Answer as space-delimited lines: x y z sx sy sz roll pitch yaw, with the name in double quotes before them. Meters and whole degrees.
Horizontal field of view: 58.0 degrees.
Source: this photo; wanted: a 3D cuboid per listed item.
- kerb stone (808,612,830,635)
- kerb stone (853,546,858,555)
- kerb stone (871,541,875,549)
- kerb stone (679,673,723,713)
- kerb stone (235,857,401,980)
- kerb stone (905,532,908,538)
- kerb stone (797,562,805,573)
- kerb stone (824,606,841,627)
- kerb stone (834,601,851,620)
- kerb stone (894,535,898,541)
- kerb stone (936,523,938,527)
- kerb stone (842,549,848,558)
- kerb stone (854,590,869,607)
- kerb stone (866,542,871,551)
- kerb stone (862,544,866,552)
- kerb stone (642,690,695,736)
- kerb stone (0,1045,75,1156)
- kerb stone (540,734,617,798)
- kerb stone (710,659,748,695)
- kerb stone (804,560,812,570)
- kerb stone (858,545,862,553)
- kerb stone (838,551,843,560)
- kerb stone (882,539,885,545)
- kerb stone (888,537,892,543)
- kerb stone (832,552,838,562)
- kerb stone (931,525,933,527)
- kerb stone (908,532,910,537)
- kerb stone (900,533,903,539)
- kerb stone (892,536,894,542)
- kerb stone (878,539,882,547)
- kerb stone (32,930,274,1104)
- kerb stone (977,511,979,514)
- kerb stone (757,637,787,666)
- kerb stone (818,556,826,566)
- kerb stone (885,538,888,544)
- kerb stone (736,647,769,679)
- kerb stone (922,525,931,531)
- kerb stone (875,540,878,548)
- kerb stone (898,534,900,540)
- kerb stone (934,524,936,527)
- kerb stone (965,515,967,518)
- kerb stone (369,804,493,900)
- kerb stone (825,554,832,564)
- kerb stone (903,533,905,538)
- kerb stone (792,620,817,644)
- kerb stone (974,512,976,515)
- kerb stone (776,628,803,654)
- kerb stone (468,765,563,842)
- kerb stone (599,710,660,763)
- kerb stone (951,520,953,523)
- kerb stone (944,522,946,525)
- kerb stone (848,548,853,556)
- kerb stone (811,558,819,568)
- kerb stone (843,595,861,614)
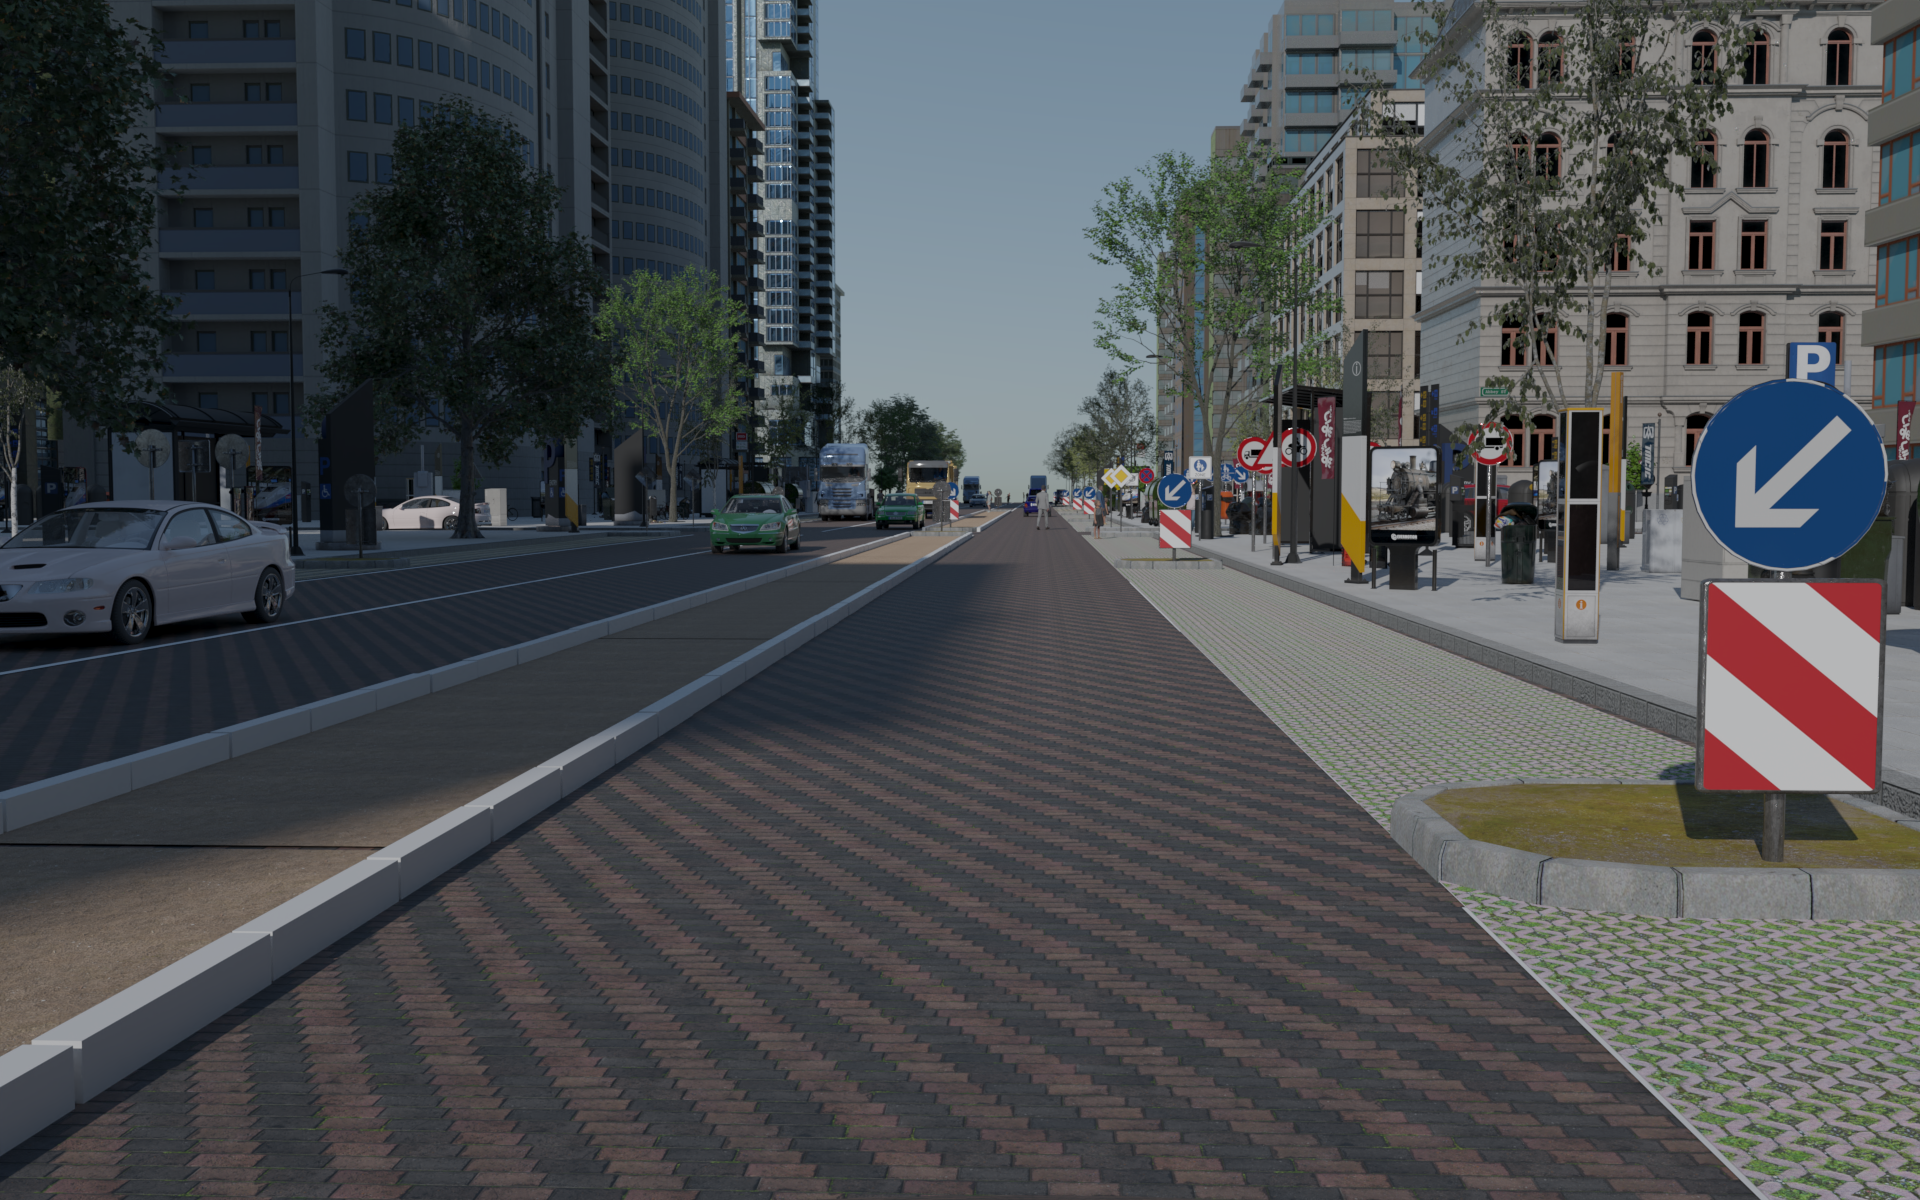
"kerb stone" -1.490 0.264 17.875 0.120 0.150 1.000 0 4 3
"kerb stone" -2.560 -1.118 40.527 0.120 0.150 1.000 0 4 3
"kerb stone" -2.366 -1.368 44.614 0.120 0.150 1.000 0 4 3
"kerb stone" -1.774 0.642 11.740 0.120 0.150 1.000 0 4 3
"kerb stone" -2.057 1.018 5.592 0.120 0.150 1.000 0 4 3
"kerb stone" -1.859 -2.057 55.885 0.120 0.150 1.000 0 4 3
"kerb stone" -2.981 -0.558 31.325 0.120 0.150 1.000 0 4 3
"kerb stone" -1.439 0.206 18.906 0.120 0.150 1.000 0 4 3
"kerb stone" -1.400 0.142 19.930 0.120 0.150 1.000 0 4 3
"kerb stone" -2.043 -1.810 51.790 0.120 0.150 1.000 0 4 3
"kerb stone" -1.126 -3.033 71.786 0.120 0.150 1.000 0 4 3
"kerb stone" -2.650 -0.996 38.479 0.120 0.150 1.000 0 4 3
"kerb stone" -1.302 0.014 21.980 0.120 0.150 1.000 0 4 3
"kerb stone" -2.419 -1.309 43.593 0.120 0.150 1.000 0 4 3
"kerb stone" -2.471 -1.246 42.572 0.120 0.150 1.000 0 4 3
"kerb stone" -1.814 0.702 10.716 0.120 0.150 1.000 0 4 3
"kerb stone" -2.146 1.141 3.537 0.120 0.150 1.000 0 4 3
"kerb stone" -1.909 0.828 8.660 0.120 0.150 1.000 0 4 3
"kerb stone" -1.726 0.577 12.765 0.120 0.150 1.000 0 4 3
"kerb stone" -2.931 -0.620 32.348 0.120 0.150 1.000 0 4 3
"kerb stone" -2.521 -1.184 41.549 0.120 0.150 1.000 0 4 3
"kerb stone" -2.701 -0.933 37.458 0.120 0.150 1.000 0 4 3
"kerb stone" -2.234 -1.559 47.692 0.120 0.150 1.000 0 4 3
"kerb stone" -2.140 -1.681 49.748 0.120 0.150 1.000 0 4 3
"kerb stone" -2.744 -0.871 36.436 0.120 0.150 1.000 0 4 3
"kerb stone" -1.263 -2.845 68.715 0.120 0.150 1.000 0 4 3
"kerb stone" -1.813 -2.123 56.907 0.120 0.150 1.000 0 4 3
"kerb stone" -1.947 -1.936 53.842 0.120 0.150 1.000 0 4 3
"kerb stone" -2.098 -1.748 50.769 0.120 0.150 1.000 0 4 3
"kerb stone" -2.281 -1.497 46.667 0.120 0.150 1.000 0 4 3
"kerb stone" -2.097 1.078 4.567 0.120 0.150 1.000 0 4 3
"kerb stone" 1.024 -5.915 118.903 0.120 0.150 1.000 0 4 3
"kerb stone" -1.634 0.452 14.809 0.120 0.150 1.000 0 4 3
"kerb stone" -2.838 -0.746 34.390 0.120 0.150 1.000 0 4 3
"kerb stone" -2.188 -1.622 48.713 0.120 0.150 1.000 0 4 3
"kerb stone" -1.677 0.514 13.786 0.120 0.150 1.000 0 4 3
"kerb stone" -1.323 -2.776 67.693 0.120 0.150 1.000 0 4 3
"kerb stone" -2.324 -1.434 45.635 0.120 0.150 1.000 0 4 3
"kerb stone" -1.995 -1.863 52.819 0.120 0.150 1.000 0 4 3
"kerb stone" -1.172 -2.968 70.765 0.120 0.150 1.000 0 4 3
"kerb stone" 0.181 -4.787 100.460 0.120 0.150 1.000 0 4 3
"kerb stone" -2.010 0.953 6.613 0.120 0.150 1.000 0 4 3
"kerb stone" -2.795 -0.807 35.412 0.120 0.150 1.000 0 4 3
"kerb stone" -1.908 -1.997 54.864 0.120 0.150 1.000 0 4 3
"kerb stone" -1.542 0.327 16.853 0.120 0.150 1.000 0 4 3
"kerb stone" 0.780 -5.601 113.787 0.120 0.150 1.000 0 4 3
"kerb stone" -1.584 0.389 15.832 0.120 0.150 1.000 0 4 3
"kerb stone" -1.959 0.891 7.634 0.120 0.150 1.000 0 4 3
"kerb stone" -1.862 0.768 9.689 0.120 0.150 1.000 0 4 3
"kerb stone" -0.566 -3.786 84.092 0.120 0.150 1.000 0 4 3
"kerb stone" -0.846 -3.410 77.941 0.120 0.150 1.000 0 4 3
"kerb stone" -2.610 -1.058 39.500 0.120 0.150 1.000 0 4 3
"kerb stone" -2.889 -0.683 33.369 0.120 0.150 1.000 0 4 3
"kerb stone" -1.344 0.076 20.959 0.120 0.150 1.000 0 4 3
